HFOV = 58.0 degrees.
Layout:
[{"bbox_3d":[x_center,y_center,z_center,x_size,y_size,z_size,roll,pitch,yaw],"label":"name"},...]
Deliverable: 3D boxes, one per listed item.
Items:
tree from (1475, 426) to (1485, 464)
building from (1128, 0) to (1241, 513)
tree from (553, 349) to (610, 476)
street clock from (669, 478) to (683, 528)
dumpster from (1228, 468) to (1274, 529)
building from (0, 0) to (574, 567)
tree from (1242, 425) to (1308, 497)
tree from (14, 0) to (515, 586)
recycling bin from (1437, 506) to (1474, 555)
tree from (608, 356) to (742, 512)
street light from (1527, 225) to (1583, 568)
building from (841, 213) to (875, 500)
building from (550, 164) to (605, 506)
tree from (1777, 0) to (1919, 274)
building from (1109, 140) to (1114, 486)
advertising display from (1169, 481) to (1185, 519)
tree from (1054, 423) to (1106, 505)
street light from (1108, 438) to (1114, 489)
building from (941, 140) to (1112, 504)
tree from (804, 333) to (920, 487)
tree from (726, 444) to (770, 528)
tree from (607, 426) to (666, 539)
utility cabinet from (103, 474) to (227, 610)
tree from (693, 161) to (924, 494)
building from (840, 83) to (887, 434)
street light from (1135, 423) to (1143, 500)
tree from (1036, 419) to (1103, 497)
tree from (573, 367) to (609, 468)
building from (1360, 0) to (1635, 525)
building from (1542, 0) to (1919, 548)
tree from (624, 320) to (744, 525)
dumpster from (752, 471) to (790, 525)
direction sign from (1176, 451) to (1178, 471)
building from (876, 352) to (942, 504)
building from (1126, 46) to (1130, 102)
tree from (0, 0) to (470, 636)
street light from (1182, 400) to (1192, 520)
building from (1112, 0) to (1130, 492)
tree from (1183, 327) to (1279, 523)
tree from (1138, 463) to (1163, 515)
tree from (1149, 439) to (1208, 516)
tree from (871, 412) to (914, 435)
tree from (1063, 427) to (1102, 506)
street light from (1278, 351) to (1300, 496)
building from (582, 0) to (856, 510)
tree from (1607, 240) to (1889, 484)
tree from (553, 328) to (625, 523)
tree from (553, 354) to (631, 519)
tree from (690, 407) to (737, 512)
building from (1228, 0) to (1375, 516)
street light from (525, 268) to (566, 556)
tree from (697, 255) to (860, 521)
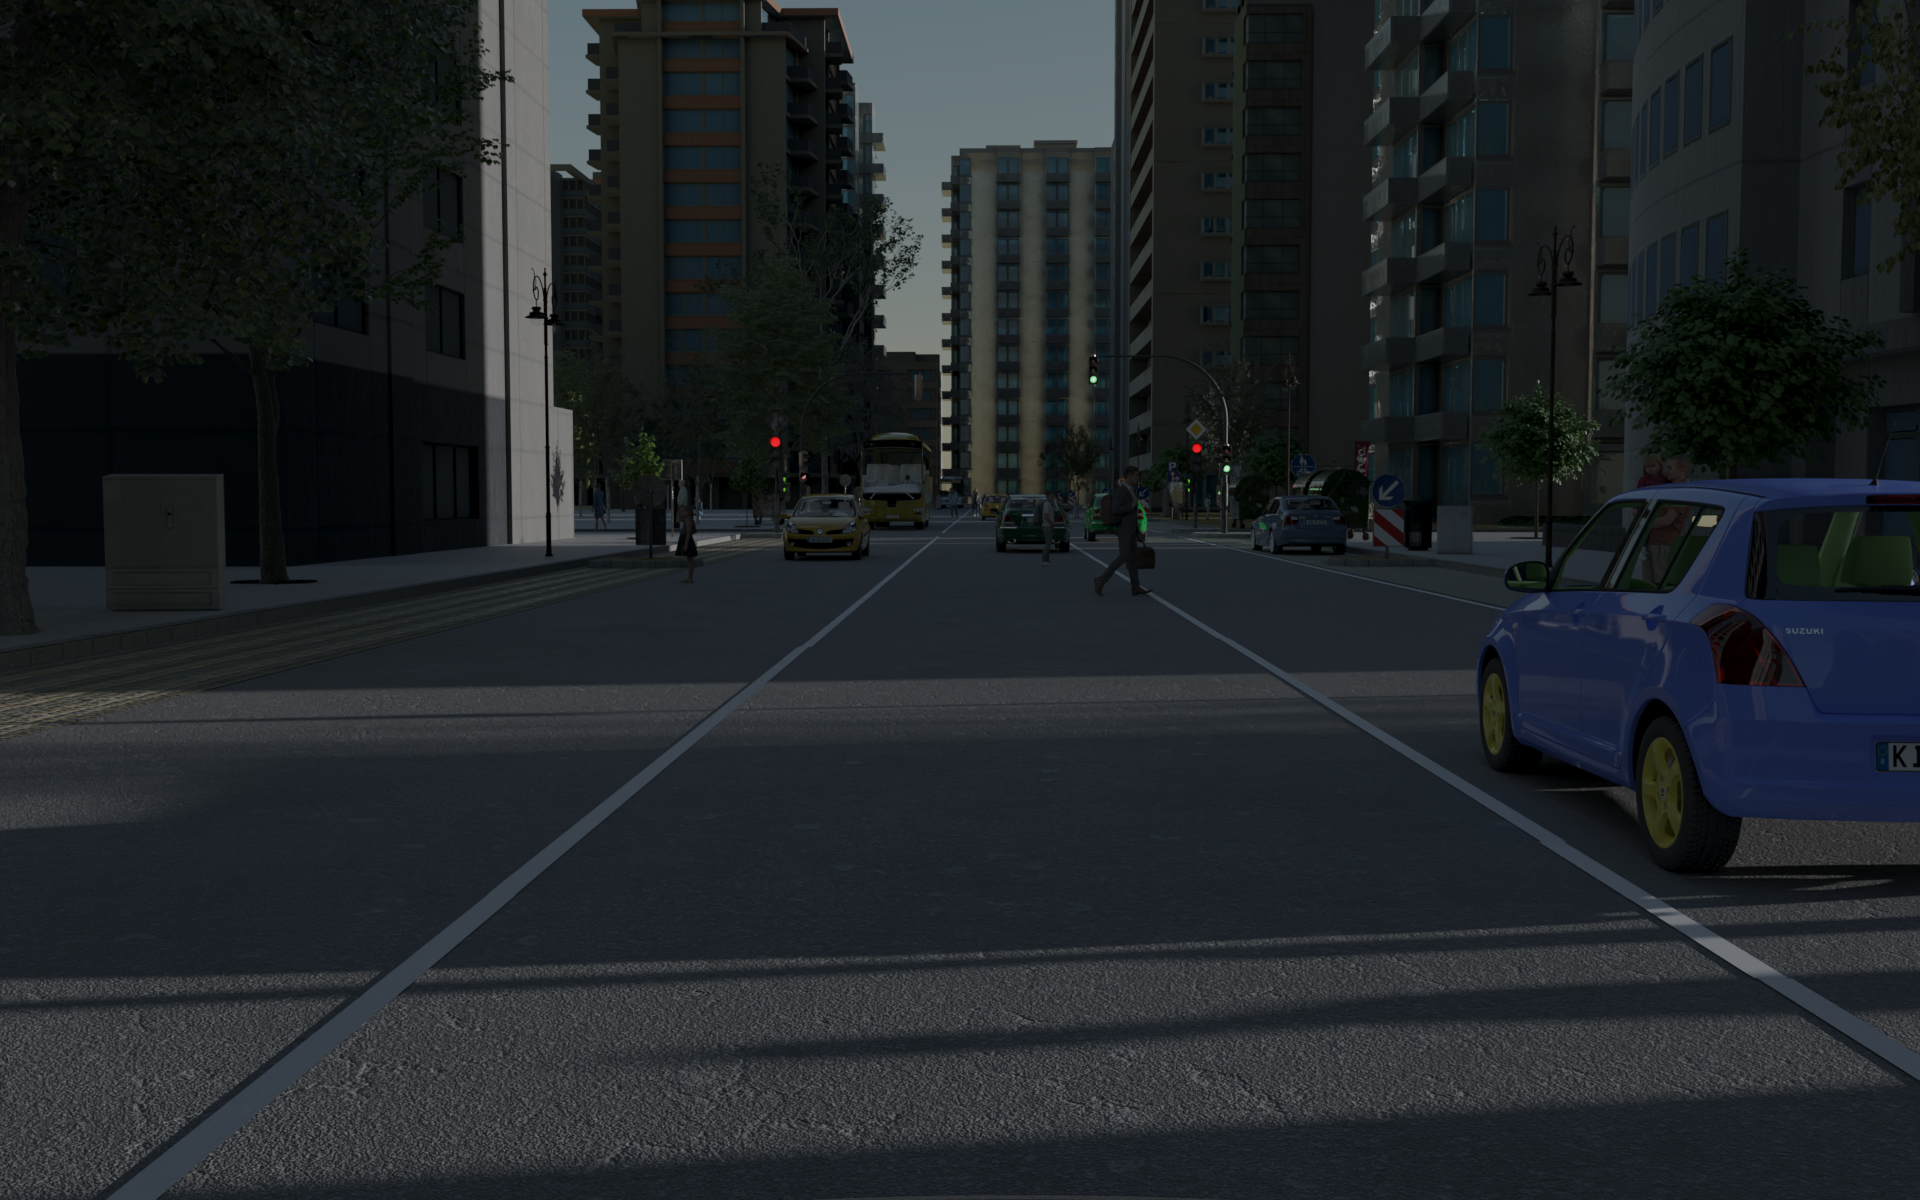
[{"bbox_3d":[16.560,-4.043,49.822,4.285,4.588,4.351,0,3,0],"label":"tree"},{"bbox_3d":[24.021,-30.853,128.147,21.300,48.544,21.600,0,4,1],"label":"building"},{"bbox_3d":[-30.708,-13.320,135.907,7.486,12.596,7.792,0,3,0],"label":"tree"},{"bbox_3d":[-10.583,-3.674,64.642,0.471,2.002,0.358,1,4,20],"label":"street clock"},{"bbox_3d":[10.862,-3.808,64.750,1.502,2.255,1.985,0,4,1],"label":"dumpster"},{"bbox_3d":[-21.816,-36.726,38.715,20.611,71.187,20.563,0,4,1],"label":"building"},{"bbox_3d":[15.020,-6.016,82.083,4.285,4.588,4.351,0,3,0],"label":"tree"},{"bbox_3d":[-10.005,-6.045,24.595,9.928,11.665,9.643,0,3,0],"label":"tree"},{"bbox_3d":[10.616,-1.502,37.107,0.722,1.027,0.722,1,4,19],"label":"recycling bin"},{"bbox_3d":[-17.811,-11.203,117.583,8.767,10.594,7.601,1,4,20],"label":"tree"},{"bbox_3d":[10.272,-3.503,30.056,0.468,5.910,1.993,0,4,1],"label":"street light"},{"bbox_3d":[-16.179,-24.792,177.052,14.160,30.474,14.107,0,4,1],"label":"building"},{"bbox_3d":[-51.835,-30.926,197.514,23.993,40.220,32.217,0,4,1],"label":"building"},{"bbox_3d":[10.371,-4.105,17.487,4.737,8.622,4.395,0,3,0],"label":"tree"},{"bbox_3d":[25.117,-33.904,204.444,14.600,45.320,14.200,0,4,1],"label":"building"},{"bbox_3d":[11.049,-5.087,88.394,0.123,1.923,0.974,-3,5,-41],"label":"advertising display"},{"bbox_3d":[12.595,-13.735,174.934,4.360,8.622,3.978,0,3,0],"label":"tree"},{"bbox_3d":[12.106,-10.172,139.107,0.468,5.910,1.993,0,4,1],"label":"street light"},{"bbox_3d":[12.829,-37.764,237.046,30.456,49.044,23.786,0,4,1],"label":"building"},{"bbox_3d":[-7.518,-13.513,131.306,12.009,13.543,11.850,0,3,0],"label":"tree"},{"bbox_3d":[-8.117,-4.421,66.882,1.663,3.219,1.824,0,3,0],"label":"tree"},{"bbox_3d":[-8.990,-3.353,49.427,1.663,3.219,1.824,0,3,0],"label":"tree"},{"bbox_3d":[-8.744,-0.634,19.052,1.173,1.500,0.318,0,4,-8],"label":"utility cabinet"},{"bbox_3d":[-9.363,-14.984,100.884,12.611,20.169,13.585,0,3,0],"label":"tree"},{"bbox_3d":[-24.071,-35.605,201.747,30.456,49.044,23.786,0,4,1],"label":"building"},{"bbox_3d":[11.610,-8.566,112.835,0.468,5.910,1.993,0,4,1],"label":"street light"},{"bbox_3d":[13.543,-17.189,215.453,8.767,10.594,7.601,0,4,3],"label":"tree"},{"bbox_3d":[-24.949,-11.736,126.291,7.601,10.594,8.767,0,4,4],"label":"tree"},{"bbox_3d":[34.079,-28.149,79.843,30.456,49.044,23.786,0,4,1],"label":"building"},{"bbox_3d":[23.924,-29.856,30.150,21.231,58.520,28.212,0,4,1],"label":"building"},{"bbox_3d":[-11.282,-7.480,72.660,4.360,8.622,3.978,0,3,0],"label":"tree"},{"bbox_3d":[-7.902,-4.244,71.889,1.502,2.255,1.985,0,4,1],"label":"dumpster"},{"bbox_3d":[11.483,-6.096,91.670,0.379,3.537,0.876,0,4,1],"label":"direction sign"},{"bbox_3d":[-17.260,-24.179,240.359,28.899,21.520,27.650,0,4,1],"label":"building"},{"bbox_3d":[22.792,-31.260,161.212,14.600,45.320,14.200,0,4,1],"label":"building"},{"bbox_3d":[-8.948,-6.653,15.432,9.857,13.997,8.962,0,3,0],"label":"tree"},{"bbox_3d":[11.239,-6.906,85.708,0.468,5.910,1.993,0,4,1],"label":"street light"},{"bbox_3d":[26.736,-39.187,182.698,21.231,58.520,28.212,0,4,1],"label":"building"},{"bbox_3d":[11.969,-7.765,77.321,4.360,8.622,3.978,0,3,0],"label":"tree"},{"bbox_3d":[11.955,-6.930,107.908,1.663,3.219,1.824,0,3,0],"label":"tree"},{"bbox_3d":[12.654,-7.178,101.082,4.285,4.588,4.351,0,3,0],"label":"tree"},{"bbox_3d":[-6.708,-12.610,156.536,4.737,8.622,4.395,0,3,0],"label":"tree"},{"bbox_3d":[13.186,-14.649,189.867,4.737,8.622,4.395,0,3,0],"label":"tree"},{"bbox_3d":[10.671,-5.108,56.307,0.468,5.910,1.993,0,4,1],"label":"street light"},{"bbox_3d":[-21.028,-30.619,155.249,22.147,44.769,28.867,0,4,1],"label":"building"},{"bbox_3d":[10.080,-2.384,22.694,4.285,4.588,4.351,0,3,0],"label":"tree"},{"bbox_3d":[-15.582,-7.703,76.306,4.360,8.622,3.978,0,3,0],"label":"tree"},{"bbox_3d":[-19.206,-8.526,89.761,4.737,8.622,4.395,0,3,0],"label":"tree"},{"bbox_3d":[-17.938,-10.717,125.578,4.737,8.622,4.395,0,3,0],"label":"tree"},{"bbox_3d":[22.912,-20.254,102.861,14.160,30.474,14.107,0,4,1],"label":"building"},{"bbox_3d":[-8.471,-3.837,35.519,0.468,5.910,1.993,0,4,1],"label":"street light"},{"bbox_3d":[-8.650,-10.045,82.363,7.486,12.596,7.792,0,3,0],"label":"tree"}]
